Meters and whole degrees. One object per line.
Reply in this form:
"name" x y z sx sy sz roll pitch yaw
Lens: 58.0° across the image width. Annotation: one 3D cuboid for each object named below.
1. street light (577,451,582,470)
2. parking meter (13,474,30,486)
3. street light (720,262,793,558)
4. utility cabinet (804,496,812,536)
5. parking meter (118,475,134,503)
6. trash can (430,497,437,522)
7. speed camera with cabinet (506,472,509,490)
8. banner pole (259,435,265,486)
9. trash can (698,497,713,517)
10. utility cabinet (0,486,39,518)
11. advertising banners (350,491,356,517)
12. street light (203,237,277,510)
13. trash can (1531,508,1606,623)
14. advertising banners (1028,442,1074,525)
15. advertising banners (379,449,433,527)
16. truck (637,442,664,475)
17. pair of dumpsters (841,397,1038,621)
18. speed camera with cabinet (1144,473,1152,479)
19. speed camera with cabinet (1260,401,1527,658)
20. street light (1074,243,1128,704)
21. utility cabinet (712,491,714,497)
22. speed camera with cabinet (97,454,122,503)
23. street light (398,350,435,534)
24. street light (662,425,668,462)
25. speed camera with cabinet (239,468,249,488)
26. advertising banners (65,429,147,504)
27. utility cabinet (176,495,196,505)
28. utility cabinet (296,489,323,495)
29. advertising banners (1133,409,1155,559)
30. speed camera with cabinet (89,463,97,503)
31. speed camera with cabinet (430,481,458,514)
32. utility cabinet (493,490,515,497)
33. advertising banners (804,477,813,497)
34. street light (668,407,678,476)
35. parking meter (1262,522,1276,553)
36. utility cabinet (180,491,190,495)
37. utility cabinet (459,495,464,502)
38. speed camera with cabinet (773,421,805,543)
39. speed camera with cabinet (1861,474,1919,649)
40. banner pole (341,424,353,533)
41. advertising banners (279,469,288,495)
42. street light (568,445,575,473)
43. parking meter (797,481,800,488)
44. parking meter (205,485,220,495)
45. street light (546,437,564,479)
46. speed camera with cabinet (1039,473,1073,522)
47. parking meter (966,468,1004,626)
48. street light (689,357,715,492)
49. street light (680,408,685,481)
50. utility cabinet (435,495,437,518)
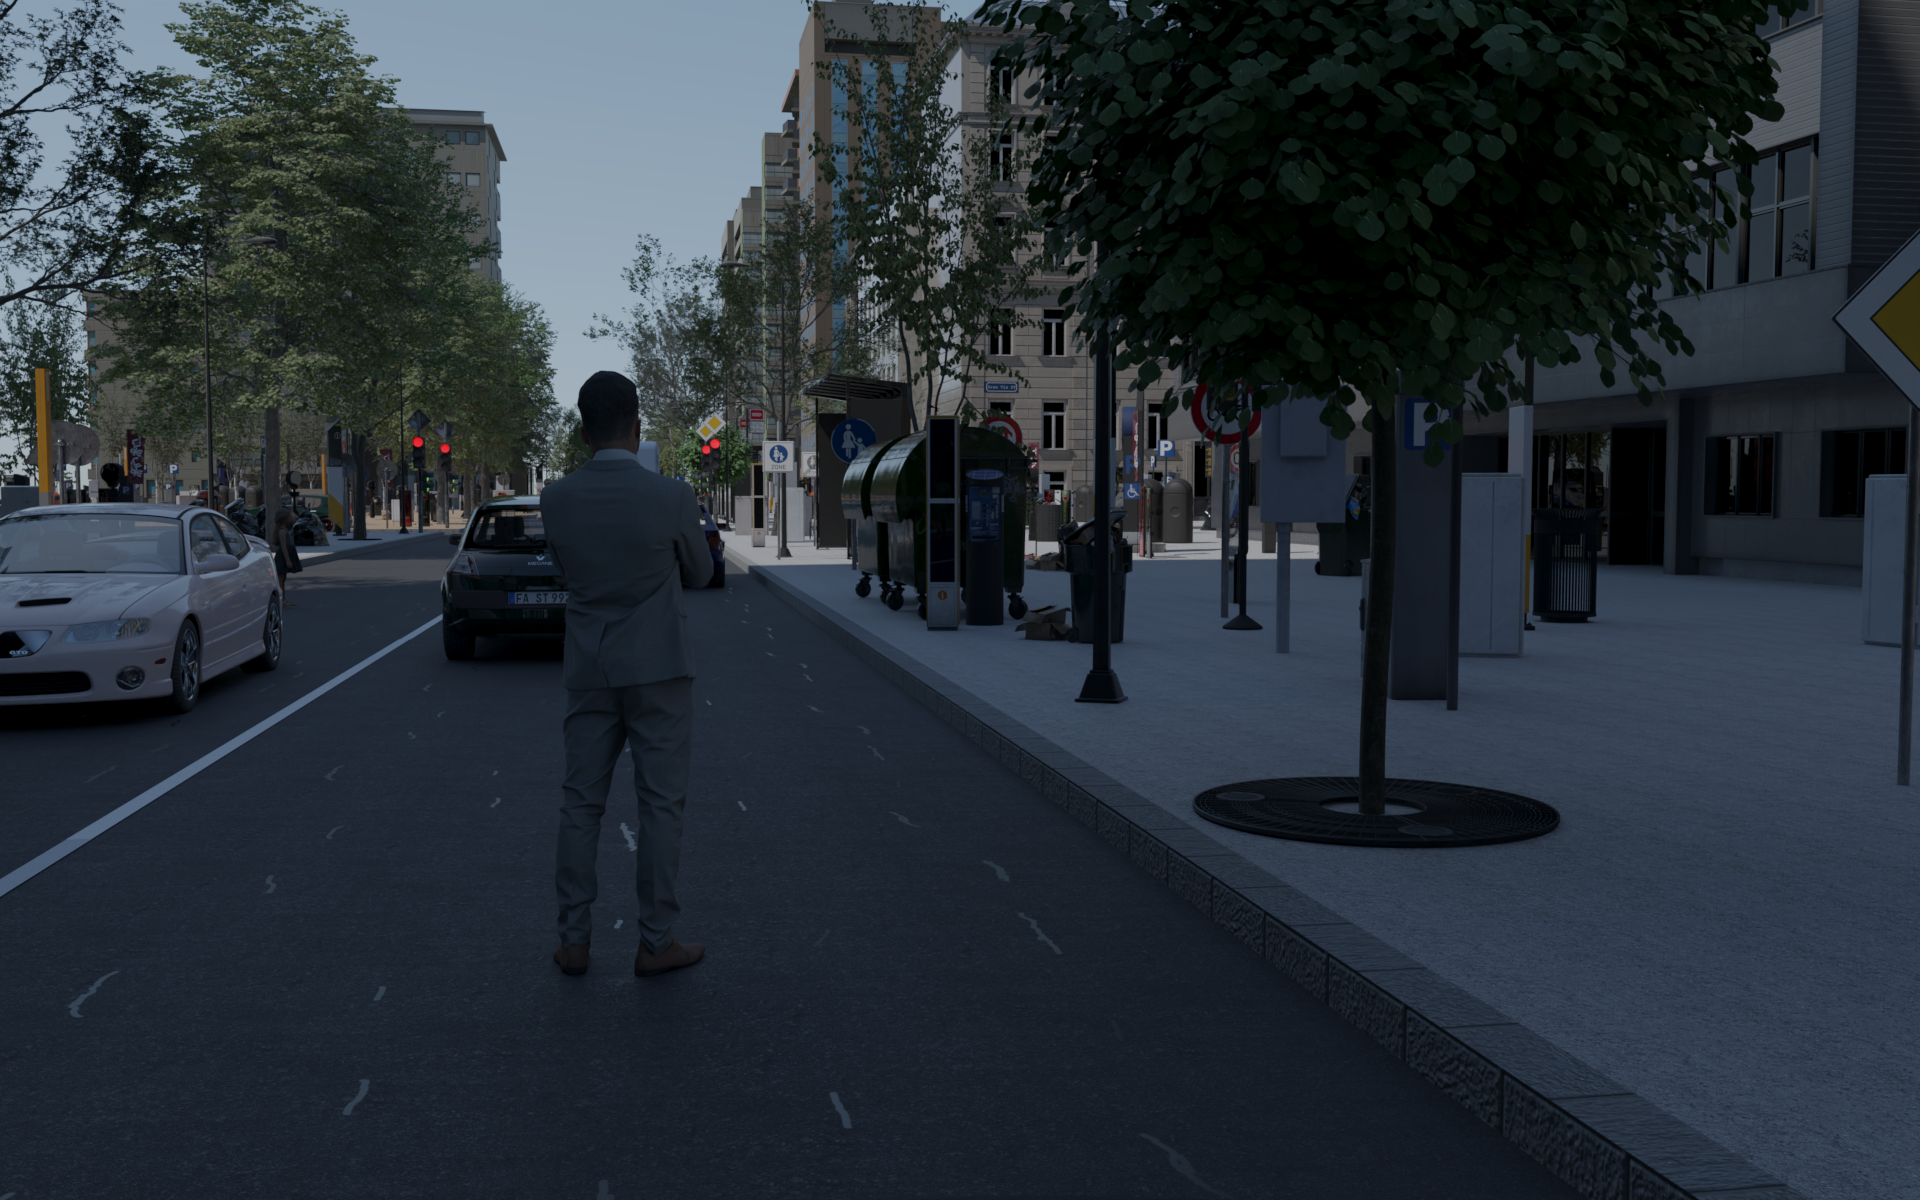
"street light" -41.895 -13.225 188.772 1.470 5.913 1.316 -1 4 -10
"parking meter" -26.900 -2.692 49.725 0.399 1.863 0.255 0 4 1
"street light" -4.099 -3.811 34.855 1.470 5.913 1.316 -1 4 -10
"utility cabinet" -4.948 -2.575 53.266 0.306 1.237 1.020 -3 5 -41
"parking meter" -23.953 -2.695 49.774 0.399 1.863 0.255 -1 4 -20
"trash can" -23.953 -4.142 79.378 0.748 1.137 0.748 0 3 0
"speed camera with cabinet" -31.528 -7.732 120.759 0.660 3.252 2.038 0 4 -5
"banner pole" -26.056 -4.607 65.339 0.401 3.779 0.863 2 4 24
"trash can" -12.333 -4.424 83.979 0.748 1.137 0.748 0 3 0
"utility cabinet" -25.107 -2.317 46.569 1.173 1.500 0.318 0 4 -4
"advertising banners" -34.805 -6.285 98.953 0.090 3.025 2.074 -2 4 -31
"street light" -13.042 -3.599 31.389 1.470 5.913 1.316 -1 4 -10
"trash can" 6.079 -0.351 17.395 0.748 1.137 0.748 0 3 0
"advertising banners" 3.020 -3.790 58.152 0.090 3.025 2.074 -3 5 -44
"advertising banners" -21.629 -4.368 67.608 2.074 3.025 0.090 -3 5 -40
"truck" -15.444 -5.696 82.886 2.967 4.110 18.799 -1 4 -11
"pair of dumpsters" -0.301 -1.042 19.523 1.574 2.255 4.437 -1 4 -11
"speed camera with cabinet" 7.881 -4.980 75.759 0.660 3.252 2.038 1 4 20
"speed camera with cabinet" 3.457 -1.196 13.894 2.038 3.252 0.660 1 4 11
"street light" 0.345 -2.321 10.483 1.470 5.913 1.316 -1 4 -10
"utility cabinet" -17.460 -7.186 126.176 1.173 1.500 0.318 0 4 7
"speed camera with cabinet" -40.727 -5.470 83.762 0.660 3.252 2.038 0 4 1
"street light" -17.427 -5.096 55.856 1.470 5.913 1.316 -1 4 -10
"street light" -19.122 -8.813 116.625 1.470 5.913 1.316 -1 4 -10
"speed camera with cabinet" -48.740 -7.570 118.103 0.660 3.252 2.038 -2 4 -25
"advertising banners" -22.812 -3.065 46.300 2.074 3.025 0.090 -2 4 -28
"utility cabinet" -36.344 -4.304 81.539 0.306 1.237 1.020 2 4 34
"utility cabinet" -28.842 -4.160 76.700 1.173 1.500 0.318 -2 4 -33
"advertising banners" 3.714 -2.385 35.178 0.090 3.025 2.074 0 4 -5
"speed camera with cabinet" -55.355 -7.135 110.986 0.660 3.252 2.038 -1 4 -17
"speed camera with cabinet" -33.150 -7.109 110.564 2.038 3.252 0.660 -2 4 -35
"utility cabinet" -25.711 -5.442 97.662 1.173 1.500 0.318 0 4 -1
"advertising banners" -8.635 -6.238 98.173 0.090 3.025 2.074 1 4 17
"street light" -14.730 -7.349 92.695 1.470 5.913 1.316 -1 4 -10
"parking meter" 6.692 -1.942 37.468 0.255 1.863 0.399 0 4 -1
"utility cabinet" -57.774 -7.402 129.701 1.173 1.500 0.318 1 4 10
"utility cabinet" -38.545 -7.519 134.091 0.306 1.237 1.020 -1 4 -21
"speed camera with cabinet" -4.595 -3.196 46.591 0.660 3.252 2.038 -1 4 -13
"speed camera with cabinet" 8.735 -1.251 14.789 2.038 3.252 0.660 -1 4 -20
"banner pole" -20.154 -4.087 56.838 0.401 3.779 0.863 0 4 -3
"advertising banners" -47.024 -7.597 120.397 0.090 3.025 2.074 0 4 -7
"street light" -37.410 -11.738 164.461 1.470 5.913 1.316 -1 4 -10
"parking meter" -6.380 -3.754 67.090 0.399 1.863 0.255 -1 4 -20
"parking meter" -20.818 -2.437 48.264 0.372 1.533 0.369 0 3 0
"street light" -32.897 -10.251 140.152 1.470 5.913 1.316 -1 4 -10
"speed camera with cabinet" 4.008 -4.971 75.611 0.660 3.252 2.038 -3 5 -45
"parking meter" 0.243 -0.524 16.977 0.372 1.533 0.369 0 3 0
"street light" -8.462 -5.275 58.790 1.470 5.913 1.316 -1 4 -10
"street light" -10.151 -5.827 67.813 1.470 5.913 1.316 -1 4 -10
"utility cabinet" -28.161 -5.044 93.628 0.306 1.237 1.020 -1 4 -20
